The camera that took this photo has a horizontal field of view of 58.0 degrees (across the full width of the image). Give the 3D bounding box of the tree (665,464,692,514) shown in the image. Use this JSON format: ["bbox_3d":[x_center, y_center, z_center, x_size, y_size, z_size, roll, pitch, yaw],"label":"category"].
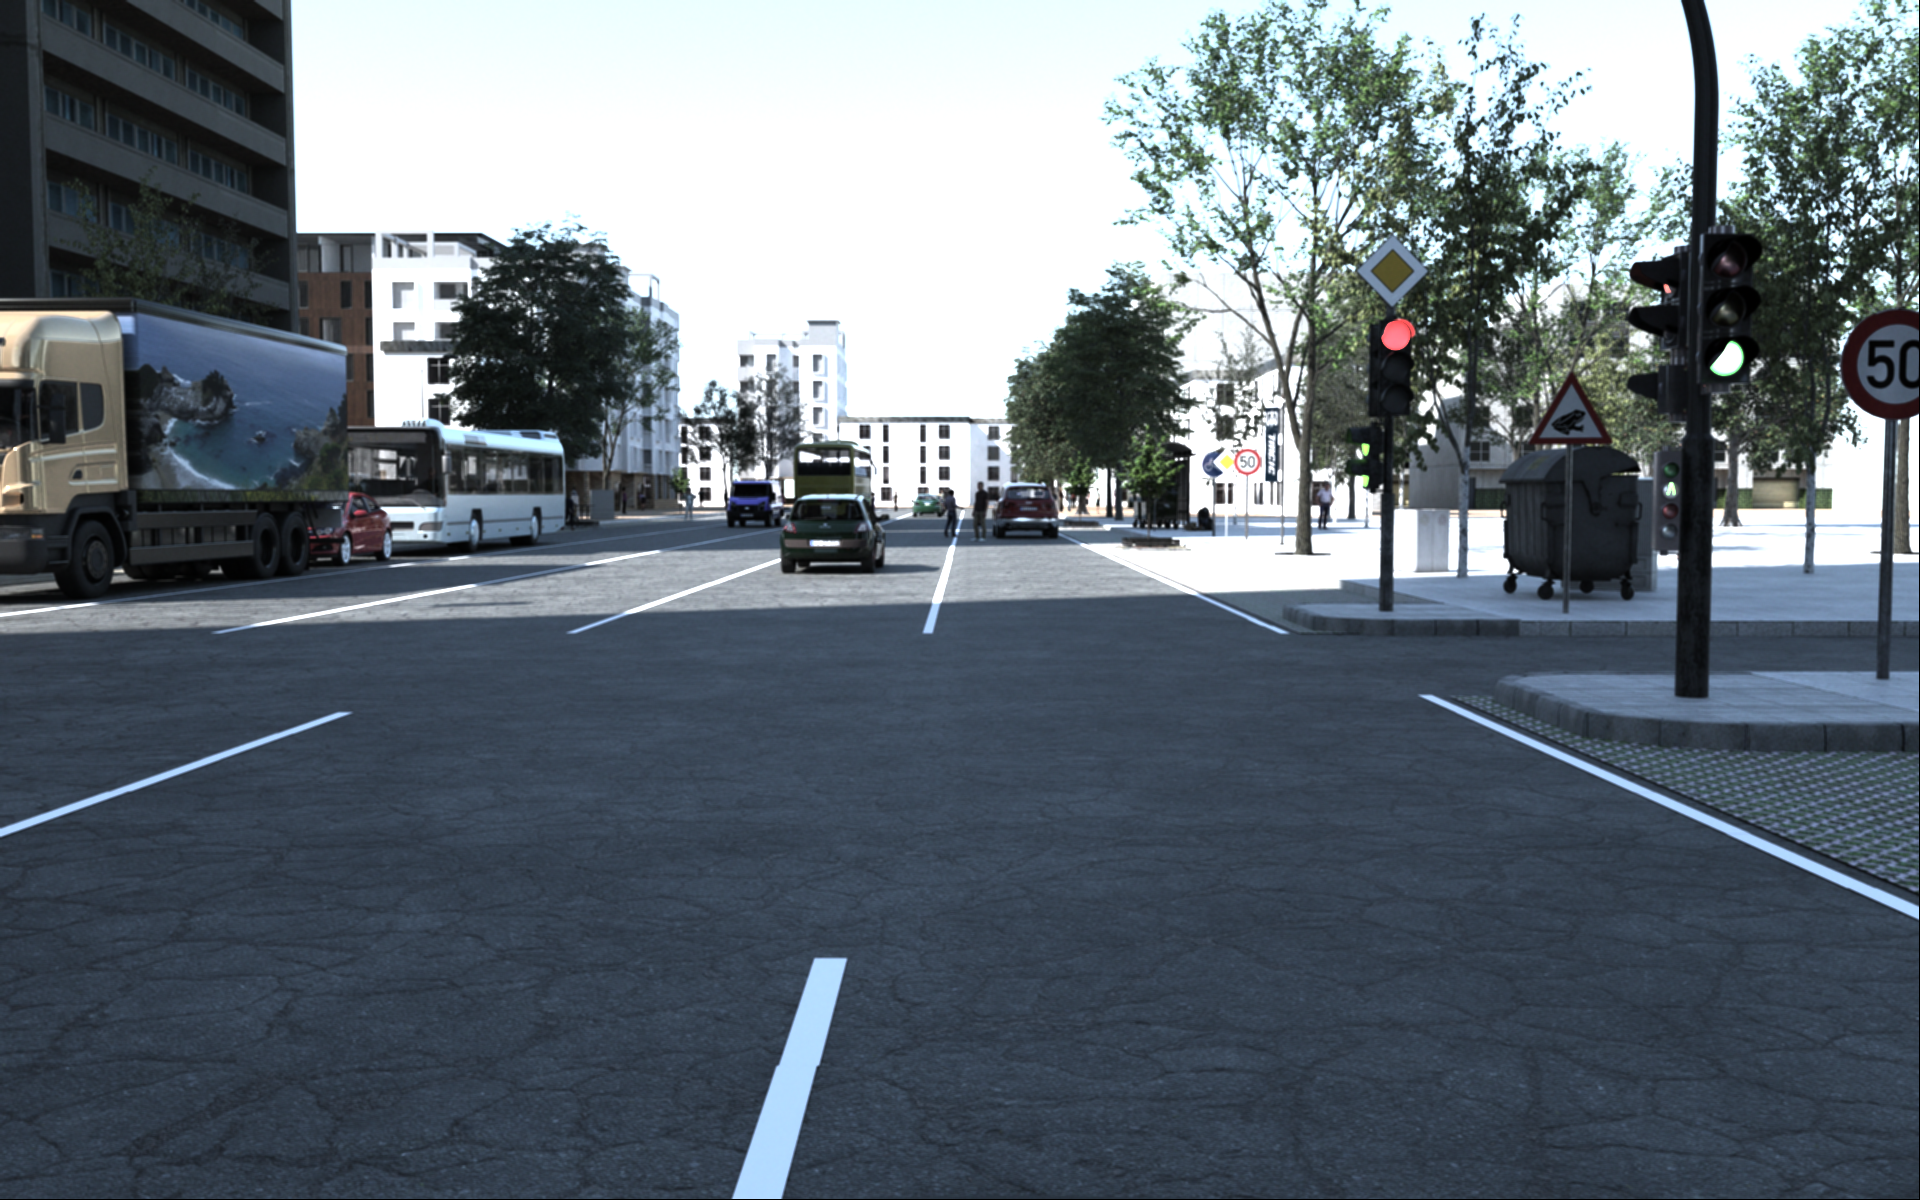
[{"bbox_3d":[-17.816,-7.102,110.717,1.663,3.219,1.824,0,3,0],"label":"tree"}]

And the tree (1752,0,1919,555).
[{"bbox_3d":[19.926,-6.785,36.693,9.928,11.665,9.643,0,3,0],"label":"tree"}]

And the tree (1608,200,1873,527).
[{"bbox_3d":[30.134,-9.176,67.036,9.611,12.733,9.660,0,3,0],"label":"tree"}]

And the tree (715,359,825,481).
[{"bbox_3d":[-17.494,-15.110,157.419,12.009,13.543,11.850,0,3,0],"label":"tree"}]

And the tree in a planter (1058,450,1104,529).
[{"bbox_3d":[4.937,-4.514,71.030,1.991,3.239,1.994,0,4,0],"label":"tree in a planter"}]

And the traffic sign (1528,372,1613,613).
[{"bbox_3d":[6.525,-1.136,18.578,0.884,2.594,0.081,0,4,4],"label":"traffic sign"}]

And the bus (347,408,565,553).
[{"bbox_3d":[-12.990,-3.051,44.750,2.948,3.499,13.247,0,3,0],"label":"bus"}]

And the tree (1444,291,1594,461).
[{"bbox_3d":[25.622,-8.833,78.839,7.601,10.594,8.767,-1,4,-19],"label":"tree"}]

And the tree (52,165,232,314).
[{"bbox_3d":[-18.854,-5.449,39.447,4.737,8.622,4.395,0,3,0],"label":"tree"}]

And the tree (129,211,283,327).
[{"bbox_3d":[-19.552,-5.766,44.638,4.360,8.622,3.978,0,3,0],"label":"tree"}]

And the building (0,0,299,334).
[{"bbox_3d":[-38.906,-26.839,62.517,21.300,48.544,21.600,0,4,0],"label":"building"}]

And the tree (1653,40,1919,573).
[{"bbox_3d":[13.538,-4.742,27.889,4.737,8.622,4.395,0,3,0],"label":"tree"}]

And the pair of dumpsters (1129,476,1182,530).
[{"bbox_3d":[7.282,-3.799,64.605,1.574,2.255,4.437,0,3,0],"label":"pair of dumpsters"}]

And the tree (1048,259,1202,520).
[{"bbox_3d":[7.920,-10.118,83.551,7.486,12.596,7.792,0,3,0],"label":"tree"}]

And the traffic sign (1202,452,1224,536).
[{"bbox_3d":[7.691,-3.200,52.427,0.768,2.556,0.104,0,4,6],"label":"traffic sign"}]

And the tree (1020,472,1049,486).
[{"bbox_3d":[7.571,-11.389,169.916,4.285,4.588,4.351,0,3,0],"label":"tree"}]

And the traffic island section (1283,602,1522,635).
[{"bbox_3d":[4.697,0.201,19.001,2.009,0.180,2.903,0,4,0],"label":"traffic island section"}]

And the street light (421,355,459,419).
[{"bbox_3d":[-17.488,-5.237,58.173,1.470,5.913,1.316,0,4,0],"label":"street light"}]

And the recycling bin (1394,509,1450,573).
[{"bbox_3d":[7.545,-0.973,28.471,0.722,1.027,0.722,-1,4,-22],"label":"recycling bin"}]

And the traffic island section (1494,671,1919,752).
[{"bbox_3d":[4.658,0.689,11.016,2.009,0.180,2.903,0,4,0],"label":"traffic island section"}]

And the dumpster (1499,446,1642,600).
[{"bbox_3d":[7.619,-0.972,21.646,1.264,1.857,1.865,0,4,0],"label":"dumpster"}]

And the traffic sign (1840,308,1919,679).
[{"bbox_3d":[6.414,-0.725,11.959,0.768,2.556,0.104,0,4,1],"label":"traffic sign"}]

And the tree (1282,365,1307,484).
[{"bbox_3d":[15.531,-7.121,66.797,4.360,8.622,3.978,0,3,0],"label":"tree"}]

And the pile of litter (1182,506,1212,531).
[{"bbox_3d":[8.299,-2.862,60.757,1.176,0.858,1.719,3,5,43],"label":"pile of litter"}]

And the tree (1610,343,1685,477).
[{"bbox_3d":[33.232,-8.140,83.452,4.360,8.622,3.978,0,3,0],"label":"tree"}]

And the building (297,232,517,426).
[{"bbox_3d":[-53.481,-18.687,149.499,32.646,21.610,27.936,0,4,0],"label":"building"}]

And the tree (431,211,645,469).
[{"bbox_3d":[-19.253,-10.518,78.623,9.857,13.997,8.962,0,3,0],"label":"tree"}]

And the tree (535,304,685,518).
[{"bbox_3d":[-18.818,-10.199,92.502,9.928,11.665,9.643,0,3,0],"label":"tree"}]

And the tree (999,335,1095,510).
[{"bbox_3d":[8.085,-14.175,138.418,9.857,13.997,8.962,0,3,0],"label":"tree"}]

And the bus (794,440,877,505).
[{"bbox_3d":[-5.573,-5.303,78.252,2.896,3.916,12.252,0,4,1],"label":"bus"}]

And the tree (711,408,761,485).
[{"bbox_3d":[-18.629,-11.809,143.440,4.360,8.622,3.978,0,3,0],"label":"tree"}]

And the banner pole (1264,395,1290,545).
[{"bbox_3d":[7.974,-3.282,43.678,0.401,3.779,0.863,-3,4,-36],"label":"banner pole"}]

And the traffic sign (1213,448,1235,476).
[{"bbox_3d":[7.672,-3.055,49.674,0.795,2.593,0.064,0,4,6],"label":"traffic sign"}]

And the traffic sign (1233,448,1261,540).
[{"bbox_3d":[7.948,-2.927,47.956,0.768,2.556,0.104,0,4,6],"label":"traffic sign"}]

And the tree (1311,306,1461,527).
[{"bbox_3d":[14.734,-6.616,58.533,4.360,8.622,3.978,0,3,0],"label":"tree"}]

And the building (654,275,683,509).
[{"bbox_3d":[-31.437,-18.247,154.762,11.380,20.091,16.016,0,4,0],"label":"building"}]

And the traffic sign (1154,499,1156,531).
[{"bbox_3d":[6.734,-3.533,59.898,0.606,2.300,0.079,0,4,8],"label":"traffic sign"}]

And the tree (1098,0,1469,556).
[{"bbox_3d":[7.059,-6.743,36.006,9.928,11.665,9.643,0,3,0],"label":"tree"}]

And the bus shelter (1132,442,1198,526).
[{"bbox_3d":[8.171,-4.633,69.675,2.014,3.302,5.546,0,4,0],"label":"bus shelter"}]

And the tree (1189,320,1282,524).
[{"bbox_3d":[11.779,-7.563,74.021,4.360,8.622,3.978,0,3,0],"label":"tree"}]

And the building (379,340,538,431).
[{"bbox_3d":[-30.792,-10.189,108.743,9.099,9.664,28.070,0,4,0],"label":"building"}]

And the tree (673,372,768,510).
[{"bbox_3d":[-18.242,-12.154,133.128,7.601,10.594,8.767,0,4,7],"label":"tree"}]

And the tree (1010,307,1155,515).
[{"bbox_3d":[7.636,-11.585,106.430,9.611,12.733,9.660,0,3,0],"label":"tree"}]

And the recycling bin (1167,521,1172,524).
[{"bbox_3d":[8.925,-3.825,75.092,0.722,1.027,0.722,2,4,31],"label":"recycling bin"}]

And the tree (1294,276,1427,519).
[{"bbox_3d":[20.622,-10.474,89.384,7.486,12.596,7.792,0,3,0],"label":"tree"}]

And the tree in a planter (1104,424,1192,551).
[{"bbox_3d":[4.822,-2.866,44.087,1.991,3.239,1.994,0,4,0],"label":"tree in a planter"}]

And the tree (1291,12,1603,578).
[{"bbox_3d":[7.554,-4.660,26.549,4.737,8.622,4.395,0,3,0],"label":"tree"}]

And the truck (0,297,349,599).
[{"bbox_3d":[-12.854,-2.330,27.002,2.839,4.237,11.283,0,4,2],"label":"truck"}]
